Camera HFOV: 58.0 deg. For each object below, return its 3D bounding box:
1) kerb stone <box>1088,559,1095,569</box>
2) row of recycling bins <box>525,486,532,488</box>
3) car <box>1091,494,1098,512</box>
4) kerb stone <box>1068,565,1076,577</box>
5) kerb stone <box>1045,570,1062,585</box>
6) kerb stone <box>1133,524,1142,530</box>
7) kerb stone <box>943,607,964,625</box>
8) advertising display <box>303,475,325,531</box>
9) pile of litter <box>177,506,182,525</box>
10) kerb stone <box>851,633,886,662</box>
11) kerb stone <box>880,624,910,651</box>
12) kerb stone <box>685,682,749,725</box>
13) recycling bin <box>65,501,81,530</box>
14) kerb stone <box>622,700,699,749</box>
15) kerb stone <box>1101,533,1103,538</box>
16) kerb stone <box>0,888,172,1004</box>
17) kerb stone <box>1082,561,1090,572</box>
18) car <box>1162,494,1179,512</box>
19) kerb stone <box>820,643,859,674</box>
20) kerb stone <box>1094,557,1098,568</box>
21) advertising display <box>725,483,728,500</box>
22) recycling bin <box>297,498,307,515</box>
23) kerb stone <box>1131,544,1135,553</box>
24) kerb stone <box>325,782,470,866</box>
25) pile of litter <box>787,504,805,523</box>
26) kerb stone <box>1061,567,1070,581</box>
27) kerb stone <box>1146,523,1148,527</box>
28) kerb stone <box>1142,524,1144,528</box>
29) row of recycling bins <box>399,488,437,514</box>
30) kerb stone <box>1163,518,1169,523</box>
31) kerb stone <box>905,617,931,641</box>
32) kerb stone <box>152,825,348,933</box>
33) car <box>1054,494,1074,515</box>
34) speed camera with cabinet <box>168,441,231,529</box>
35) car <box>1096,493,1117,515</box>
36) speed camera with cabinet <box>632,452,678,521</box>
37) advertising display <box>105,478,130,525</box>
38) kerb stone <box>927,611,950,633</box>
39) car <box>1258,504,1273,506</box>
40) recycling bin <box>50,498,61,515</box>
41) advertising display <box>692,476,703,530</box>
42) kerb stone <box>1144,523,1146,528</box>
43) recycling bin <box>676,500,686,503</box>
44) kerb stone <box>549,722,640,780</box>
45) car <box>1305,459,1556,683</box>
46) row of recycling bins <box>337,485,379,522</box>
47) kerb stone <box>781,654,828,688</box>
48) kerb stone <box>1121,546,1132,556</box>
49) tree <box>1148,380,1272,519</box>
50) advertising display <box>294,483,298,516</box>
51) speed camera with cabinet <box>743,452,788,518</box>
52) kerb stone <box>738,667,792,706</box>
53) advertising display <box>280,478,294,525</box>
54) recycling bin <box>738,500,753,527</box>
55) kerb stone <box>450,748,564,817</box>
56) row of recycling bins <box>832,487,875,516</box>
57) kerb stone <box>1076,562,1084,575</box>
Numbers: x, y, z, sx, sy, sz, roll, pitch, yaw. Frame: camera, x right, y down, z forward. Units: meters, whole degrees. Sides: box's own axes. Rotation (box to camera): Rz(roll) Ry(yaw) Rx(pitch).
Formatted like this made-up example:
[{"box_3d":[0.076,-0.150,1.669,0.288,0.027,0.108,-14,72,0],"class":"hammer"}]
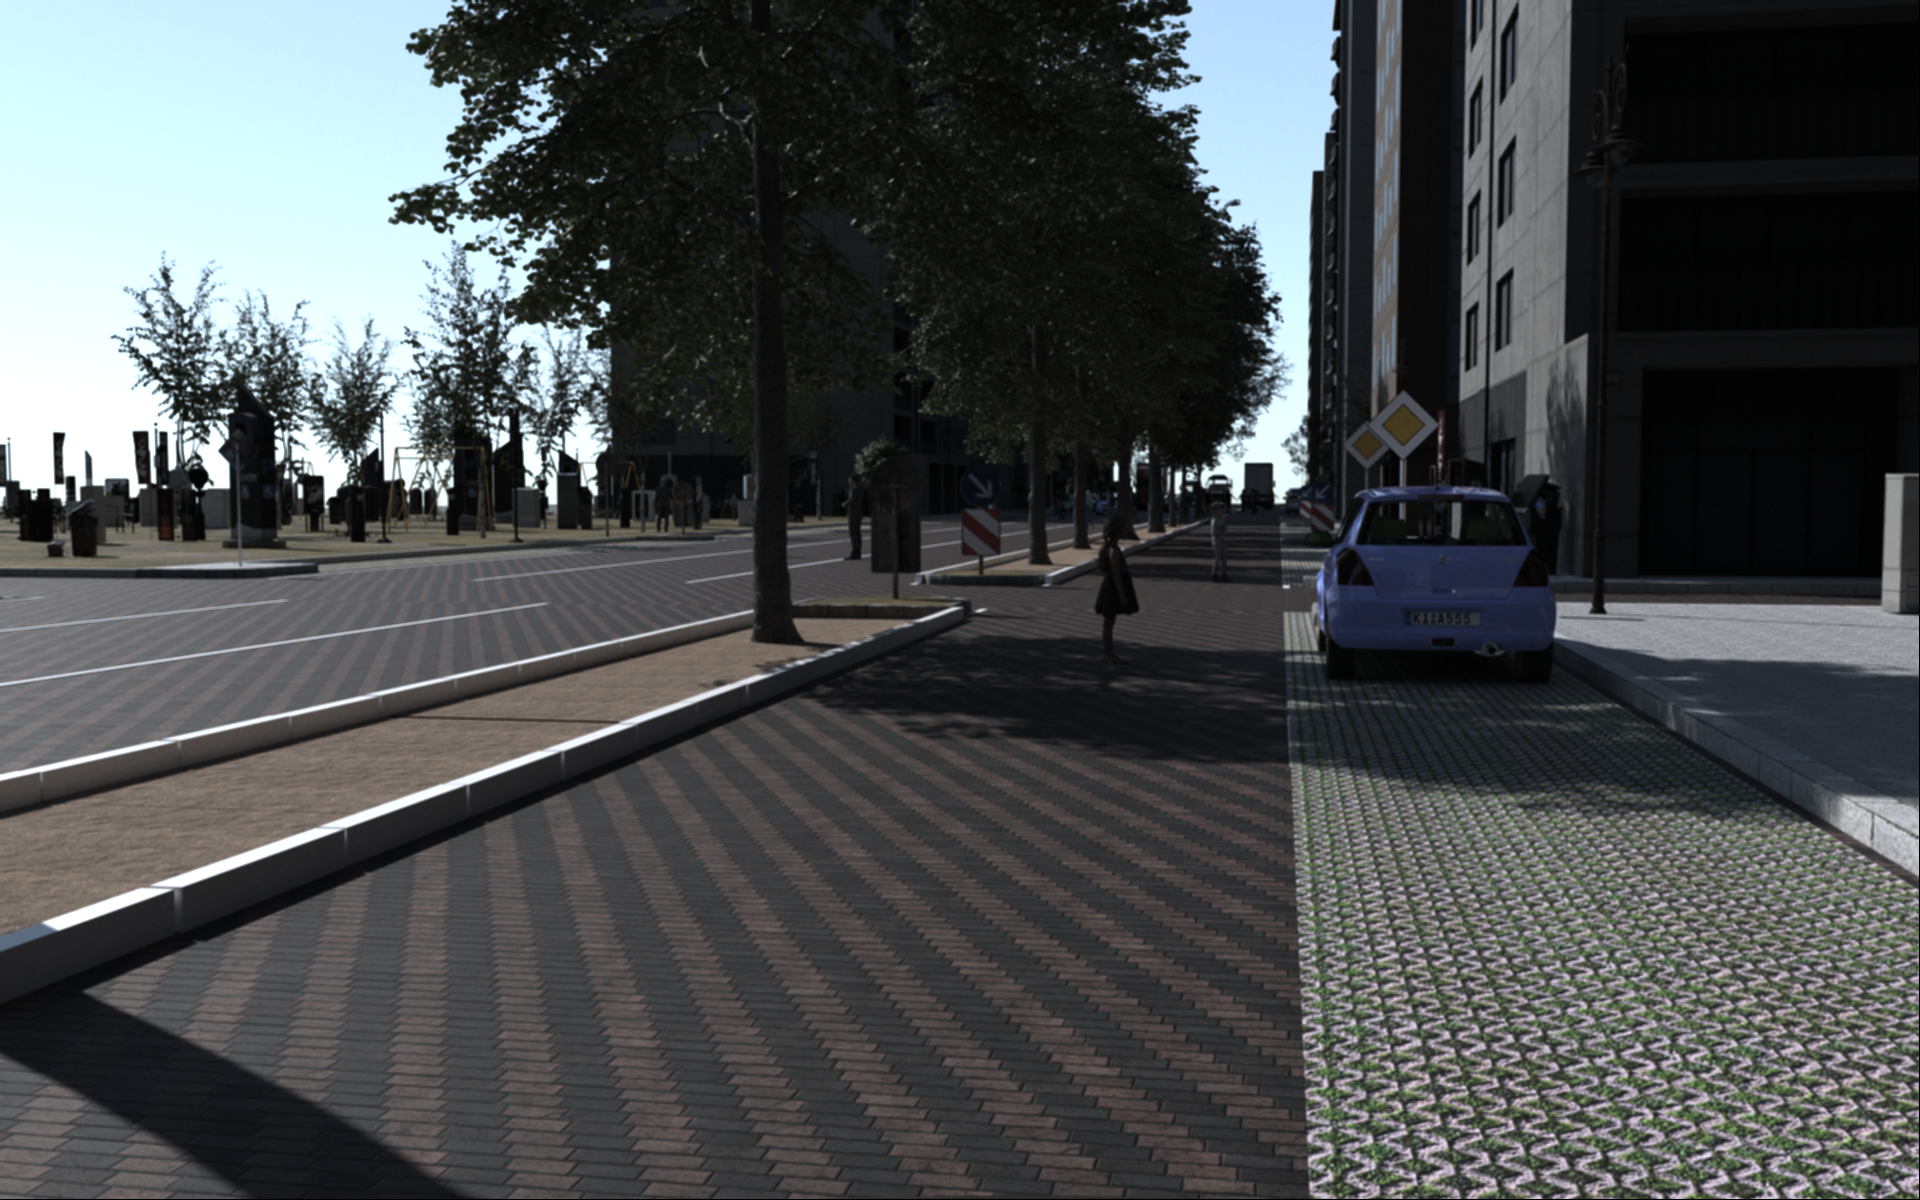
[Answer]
[{"box_3d":[2.408,-0.652,32.858,0.120,0.150,1.000,1,4,10],"class":"kerb stone"},{"box_3d":[-23.580,-5.224,92.528,1.069,1.692,3.534,-2,4,-35],"class":"row of recycling bins"},{"box_3d":[10.486,-8.187,142.658,1.959,1.807,4.718,1,4,10],"class":"car"},{"box_3d":[1.846,-0.467,29.839,0.120,0.150,1.000,1,4,10],"class":"kerb stone"},{"box_3d":[1.485,-0.341,27.827,0.120,0.150,1.000,1,4,10],"class":"kerb stone"},{"box_3d":[7.224,-2.958,70.555,0.120,0.150,1.000,1,4,10],"class":"kerb stone"},{"box_3d":[-0.105,0.185,19.237,0.120,0.150,1.000,1,4,10],"class":"kerb stone"},{"box_3d":[-22.378,-3.351,60.004,0.123,1.923,0.974,1,4,16],"class":"advertising display"},{"box_3d":[-32.697,-3.571,72.354,1.176,0.858,1.719,-2,4,-25],"class":"pile of litter"},{"box_3d":[-0.843,0.430,15.208,0.120,0.150,1.000,1,4,10],"class":"kerb stone"},{"box_3d":[-0.653,0.366,16.216,0.120,0.150,1.000,1,4,10],"class":"kerb stone"},{"box_3d":[-1.590,0.673,11.188,0.120,0.150,1.000,1,4,10],"class":"kerb stone"},{"box_3d":[-31.232,-2.996,61.536,0.722,1.027,0.722,2,4,24],"class":"recycling bin"},{"box_3d":[-1.769,0.735,10.181,0.120,0.150,1.000,1,4,10],"class":"kerb stone"},{"box_3d":[4.431,-2.033,55.439,0.120,0.150,1.000,1,4,10],"class":"kerb stone"},{"box_3d":[-2.703,1.045,5.152,0.120,0.150,1.000,1,4,10],"class":"kerb stone"},{"box_3d":[2.225,-0.590,31.849,0.120,0.150,1.000,1,4,10],"class":"kerb stone"},{"box_3d":[17.185,-7.843,138.020,2.009,1.686,4.222,1,4,11],"class":"car"},{"box_3d":[-1.030,0.495,14.203,0.120,0.150,1.000,1,4,10],"class":"kerb stone"},{"box_3d":[2.602,-0.714,33.869,0.120,0.150,1.000,1,4,10],"class":"kerb stone"},{"box_3d":[-13.614,-5.859,101.008,0.123,1.923,0.974,0,4,-3],"class":"advertising display"},{"box_3d":[-40.847,-5.777,107.000,0.722,1.027,0.722,1,4,13],"class":"recycling bin"},{"box_3d":[4.082,-1.207,41.936,0.120,0.150,1.000,1,4,10],"class":"kerb stone"},{"box_3d":[-2.325,0.920,7.161,0.120,0.150,1.000,1,4,10],"class":"kerb stone"},{"box_3d":[-7.553,-3.939,78.364,1.176,0.858,1.719,0,4,6],"class":"pile of litter"},{"box_3d":[1.669,-0.406,28.832,0.120,0.150,1.000,1,4,10],"class":"kerb stone"},{"box_3d":[7.787,-3.144,73.594,0.120,0.150,1.000,1,4,10],"class":"kerb stone"},{"box_3d":[7.409,-3.017,71.576,0.120,0.150,1.000,1,4,10],"class":"kerb stone"},{"box_3d":[-34.911,-6.263,109.508,3.534,1.692,1.069,-1,4,-15],"class":"row of recycling bins"},{"box_3d":[10.757,-4.130,89.725,0.120,0.150,1.000,1,4,10],"class":"kerb stone"},{"box_3d":[-0.472,0.304,17.222,0.120,0.150,1.000,1,4,10],"class":"kerb stone"},{"box_3d":[-2.506,0.981,6.155,0.120,0.150,1.000,1,4,10],"class":"kerb stone"},{"box_3d":[7.699,-6.848,120.759,1.959,1.807,4.718,1,4,12],"class":"car"},{"box_3d":[-28.218,-4.276,64.243,2.038,3.252,0.660,0,4,-2],"class":"speed camera with cabinet"},{"box_3d":[10.339,-6.702,119.176,1.945,1.707,3.694,1,4,11],"class":"car"},{"box_3d":[-14.297,-5.309,81.139,2.038,3.252,0.660,0,4,5],"class":"speed camera with cabinet"},{"box_3d":[-34.744,-4.050,71.435,0.974,1.923,0.123,0,4,4],"class":"advertising display"},{"box_3d":[-0.286,0.247,18.227,0.120,0.150,1.000,1,4,10],"class":"kerb stone"},{"box_3d":[36.801,-12.202,208.306,1.959,1.807,4.718,1,4,12],"class":"car"},{"box_3d":[-56.419,-5.818,107.686,0.722,1.027,0.722,1,4,22],"class":"recycling bin"},{"box_3d":[-9.464,-3.503,62.486,0.123,1.923,0.974,0,4,6],"class":"advertising display"},{"box_3d":[7.601,-3.076,72.584,0.120,0.150,1.000,1,4,10],"class":"kerb stone"},{"box_3d":[-14.561,-4.766,90.480,0.722,1.027,0.722,-1,4,-14],"class":"recycling bin"},{"box_3d":[-1.948,0.799,9.174,0.120,0.150,1.000,1,4,10],"class":"kerb stone"},{"box_3d":[3.879,-0.300,14.504,1.945,1.707,3.694,1,4,10],"class":"car"},{"box_3d":[-28.604,-4.592,82.199,1.069,1.692,3.534,0,4,4],"class":"row of recycling bins"},{"box_3d":[-1.215,0.550,13.198,0.120,0.150,1.000,1,4,10],"class":"kerb stone"},{"box_3d":[3.899,-1.143,40.931,0.120,0.150,1.000,1,4,10],"class":"kerb stone"},{"box_3d":[13.526,-9.909,98.875,8.767,10.594,7.601,1,4,10],"class":"tree"},{"box_3d":[-39.776,-6.013,103.520,0.123,1.923,0.974,0,4,-4],"class":"advertising display"},{"box_3d":[-9.226,-5.378,82.268,2.038,3.252,0.660,-2,4,-23],"class":"speed camera with cabinet"},{"box_3d":[-1.396,0.612,12.191,0.120,0.150,1.000,1,4,10],"class":"kerb stone"},{"box_3d":[-27.786,-4.045,71.357,0.123,1.923,0.974,0,4,-4],"class":"advertising display"},{"box_3d":[-8.296,-3.408,68.268,0.722,1.027,0.722,1,4,12],"class":"recycling bin"},{"box_3d":[-2.140,0.860,8.169,0.120,0.150,1.000,1,4,10],"class":"kerb stone"},{"box_3d":[-6.012,-5.743,101.016,3.534,1.692,1.069,2,4,34],"class":"row of recycling bins"},{"box_3d":[2.039,-0.528,30.842,0.120,0.150,1.000,1,4,10],"class":"kerb stone"}]
